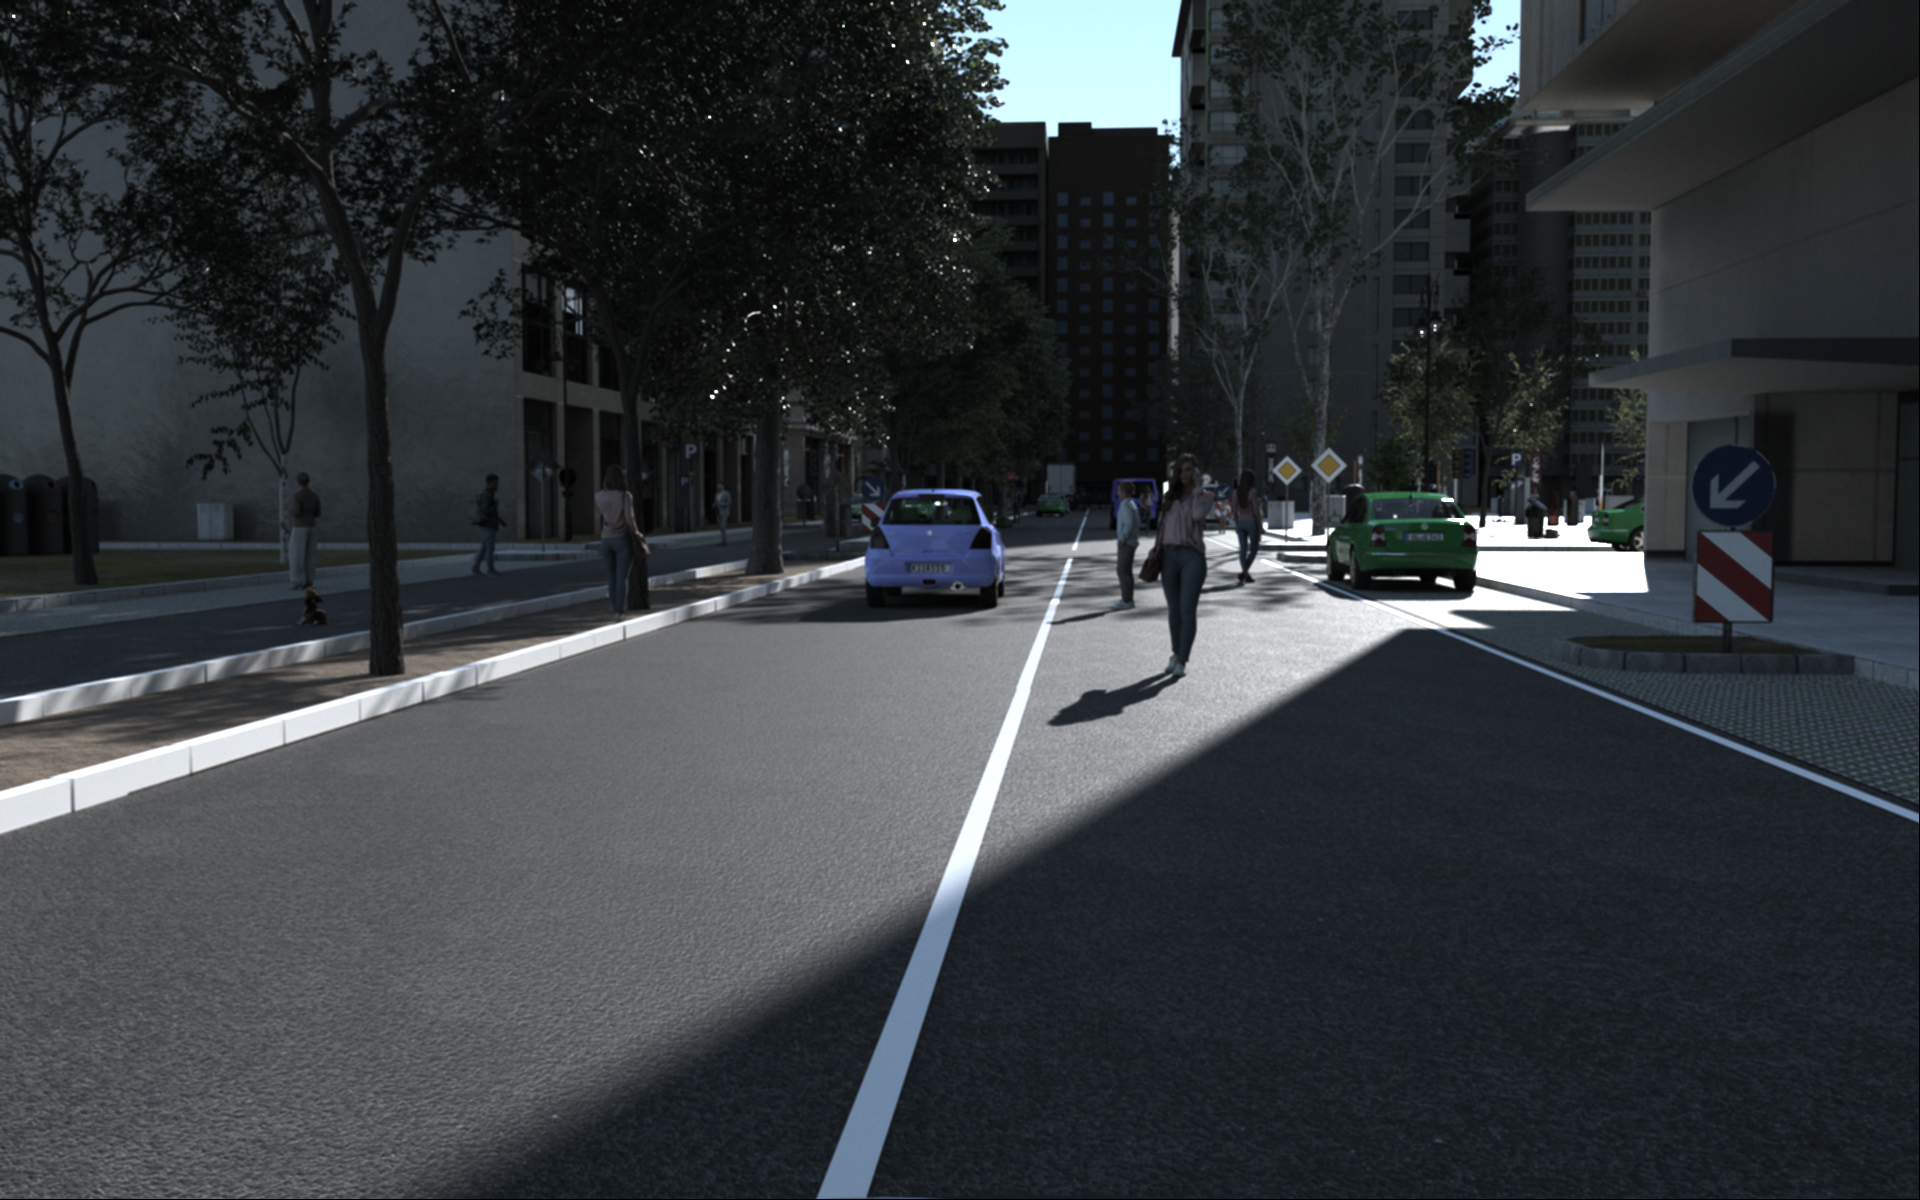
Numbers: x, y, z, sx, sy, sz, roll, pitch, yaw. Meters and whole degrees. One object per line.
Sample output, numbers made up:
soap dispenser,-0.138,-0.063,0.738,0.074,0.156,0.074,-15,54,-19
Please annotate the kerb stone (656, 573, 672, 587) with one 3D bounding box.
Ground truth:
kerb stone,-4.697,-0.288,26.906,0.120,0.150,1.000,0,4,4

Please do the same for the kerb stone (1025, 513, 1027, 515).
kerb stone,4.238,-5.688,115.193,0.120,0.150,1.000,0,4,4

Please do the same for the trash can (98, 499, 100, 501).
trash can,-24.106,-2.208,47.748,0.748,1.137,0.748,0,3,0

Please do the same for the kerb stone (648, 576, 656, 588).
kerb stone,-4.772,-0.226,25.886,0.120,0.150,1.000,0,4,4

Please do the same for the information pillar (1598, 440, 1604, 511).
information pillar,27.945,-5.147,75.515,0.183,3.616,0.504,2,4,30

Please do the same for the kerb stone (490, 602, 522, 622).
kerb stone,-5.248,0.151,19.731,0.120,0.150,1.000,0,4,4

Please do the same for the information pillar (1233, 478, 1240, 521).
information pillar,13.041,-4.706,81.430,0.304,2.012,0.304,3,5,44

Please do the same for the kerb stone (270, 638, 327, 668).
kerb stone,-5.649,0.463,14.633,0.120,0.150,1.000,0,4,4

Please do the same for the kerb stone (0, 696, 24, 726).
kerb stone,-5.955,0.715,10.557,0.120,0.150,1.000,0,4,4

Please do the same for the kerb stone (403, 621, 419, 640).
kerb stone,-5.486,0.342,16.671,0.120,0.150,1.000,0,4,4

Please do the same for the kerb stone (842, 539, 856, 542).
kerb stone,-3.073,-1.571,47.884,0.120,0.150,1.000,0,4,4

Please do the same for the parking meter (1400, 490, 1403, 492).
parking meter,28.137,-6.263,110.818,0.372,1.533,0.369,0,3,0

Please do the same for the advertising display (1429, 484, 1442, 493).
advertising display,30.131,-6.399,109.843,0.974,1.923,0.123,-1,4,-22

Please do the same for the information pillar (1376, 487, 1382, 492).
information pillar,24.416,-5.901,100.970,0.304,2.012,0.304,1,4,11

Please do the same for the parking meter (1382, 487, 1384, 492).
parking meter,26.827,-6.355,109.620,0.399,1.863,0.255,0,4,6

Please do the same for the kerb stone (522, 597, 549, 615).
kerb stone,-5.175,0.092,20.757,0.120,0.150,1.000,0,4,4

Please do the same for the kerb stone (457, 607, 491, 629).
kerb stone,-5.324,0.213,18.712,0.120,0.150,1.000,0,4,4

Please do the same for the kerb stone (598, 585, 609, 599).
kerb stone,-4.935,-0.100,23.832,0.120,0.150,1.000,0,4,4

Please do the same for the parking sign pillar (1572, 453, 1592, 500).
parking sign pillar,41.254,-7.734,114.925,1.447,3.967,1.447,-1,4,-20

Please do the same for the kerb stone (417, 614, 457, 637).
kerb stone,-5.405,0.276,17.690,0.120,0.150,1.000,0,4,4

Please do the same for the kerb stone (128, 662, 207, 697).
kerb stone,-5.807,0.590,12.595,0.120,0.150,1.000,0,4,4

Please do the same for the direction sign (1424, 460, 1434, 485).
direction sign,31.570,-7.629,116.723,0.379,3.537,0.876,-2,4,-29

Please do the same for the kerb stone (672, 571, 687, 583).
kerb stone,-4.616,-0.349,27.932,0.120,0.150,1.000,0,4,4

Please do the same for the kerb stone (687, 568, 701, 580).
kerb stone,-4.538,-0.413,28.959,0.120,0.150,1.000,0,4,4

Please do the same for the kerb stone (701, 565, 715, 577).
kerb stone,-4.460,-0.476,29.978,0.120,0.150,1.000,0,4,4

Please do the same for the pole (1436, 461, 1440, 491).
pole,29.712,-6.960,107.635,0.158,3.312,0.155,0,3,0

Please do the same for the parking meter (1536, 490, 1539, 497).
parking meter,34.179,-5.782,102.951,0.372,1.533,0.369,0,3,0

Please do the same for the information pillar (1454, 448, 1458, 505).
information pillar,25.394,-5.957,88.752,0.183,3.616,0.504,0,4,8

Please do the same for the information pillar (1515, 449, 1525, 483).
information pillar,29.196,-6.051,90.293,0.504,3.616,0.183,-1,4,-11

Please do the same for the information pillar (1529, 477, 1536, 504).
information pillar,25.059,-4.374,76.000,0.304,2.012,0.304,0,4,-6

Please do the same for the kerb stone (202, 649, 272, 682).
kerb stone,-5.722,0.525,13.613,0.120,0.150,1.000,0,4,4

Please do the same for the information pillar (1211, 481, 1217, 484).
information pillar,14.066,-5.597,95.999,0.304,2.012,0.304,2,4,26

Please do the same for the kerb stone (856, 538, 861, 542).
kerb stone,-2.994,-1.632,48.904,0.120,0.150,1.000,0,4,4

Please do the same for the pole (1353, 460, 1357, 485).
pole,23.577,-6.703,103.437,0.158,3.312,0.155,0,3,0

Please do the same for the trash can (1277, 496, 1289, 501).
trash can,20.512,-6.017,110.039,0.748,1.137,0.748,0,3,0

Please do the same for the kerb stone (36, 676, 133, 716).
kerb stone,-5.881,0.650,11.576,0.120,0.150,1.000,0,4,4

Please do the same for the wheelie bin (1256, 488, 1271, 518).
wheelie bin,16.017,-5.128,91.758,0.693,1.594,0.980,-2,4,-33

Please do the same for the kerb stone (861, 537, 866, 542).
kerb stone,-2.914,-1.692,49.929,0.120,0.150,1.000,0,4,4

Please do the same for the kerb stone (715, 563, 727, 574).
kerb stone,-4.380,-0.536,31.003,0.120,0.150,1.000,0,4,4

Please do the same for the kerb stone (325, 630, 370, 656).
kerb stone,-5.565,0.400,15.652,0.120,0.150,1.000,0,4,4

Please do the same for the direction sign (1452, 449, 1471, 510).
direction sign,25.056,-5.785,86.574,0.876,3.537,0.379,1,4,21

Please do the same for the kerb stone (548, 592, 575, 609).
kerb stone,-5.087,0.025,21.786,0.120,0.150,1.000,0,4,4

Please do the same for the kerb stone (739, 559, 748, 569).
kerb stone,-4.218,-0.662,33.050,0.120,0.150,1.000,0,4,4

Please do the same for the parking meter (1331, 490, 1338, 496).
parking meter,22.484,-5.847,104.007,0.372,1.533,0.369,0,3,0

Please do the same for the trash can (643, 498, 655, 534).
trash can,-10.248,-2.724,56.186,0.748,1.137,0.748,0,3,0

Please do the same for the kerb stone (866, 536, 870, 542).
kerb stone,-2.835,-1.759,50.956,0.120,0.150,1.000,0,4,4

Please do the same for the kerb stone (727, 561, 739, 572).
kerb stone,-4.298,-0.601,32.021,0.120,0.150,1.000,0,4,4

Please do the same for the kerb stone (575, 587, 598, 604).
kerb stone,-5.007,-0.038,22.809,0.120,0.150,1.000,0,4,4

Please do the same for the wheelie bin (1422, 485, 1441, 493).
wheelie bin,16.520,-3.247,60.992,0.693,1.594,0.980,0,4,-4

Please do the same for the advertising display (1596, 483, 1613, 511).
advertising display,36.996,-5.766,99.483,0.123,1.923,0.974,-3,5,-41
